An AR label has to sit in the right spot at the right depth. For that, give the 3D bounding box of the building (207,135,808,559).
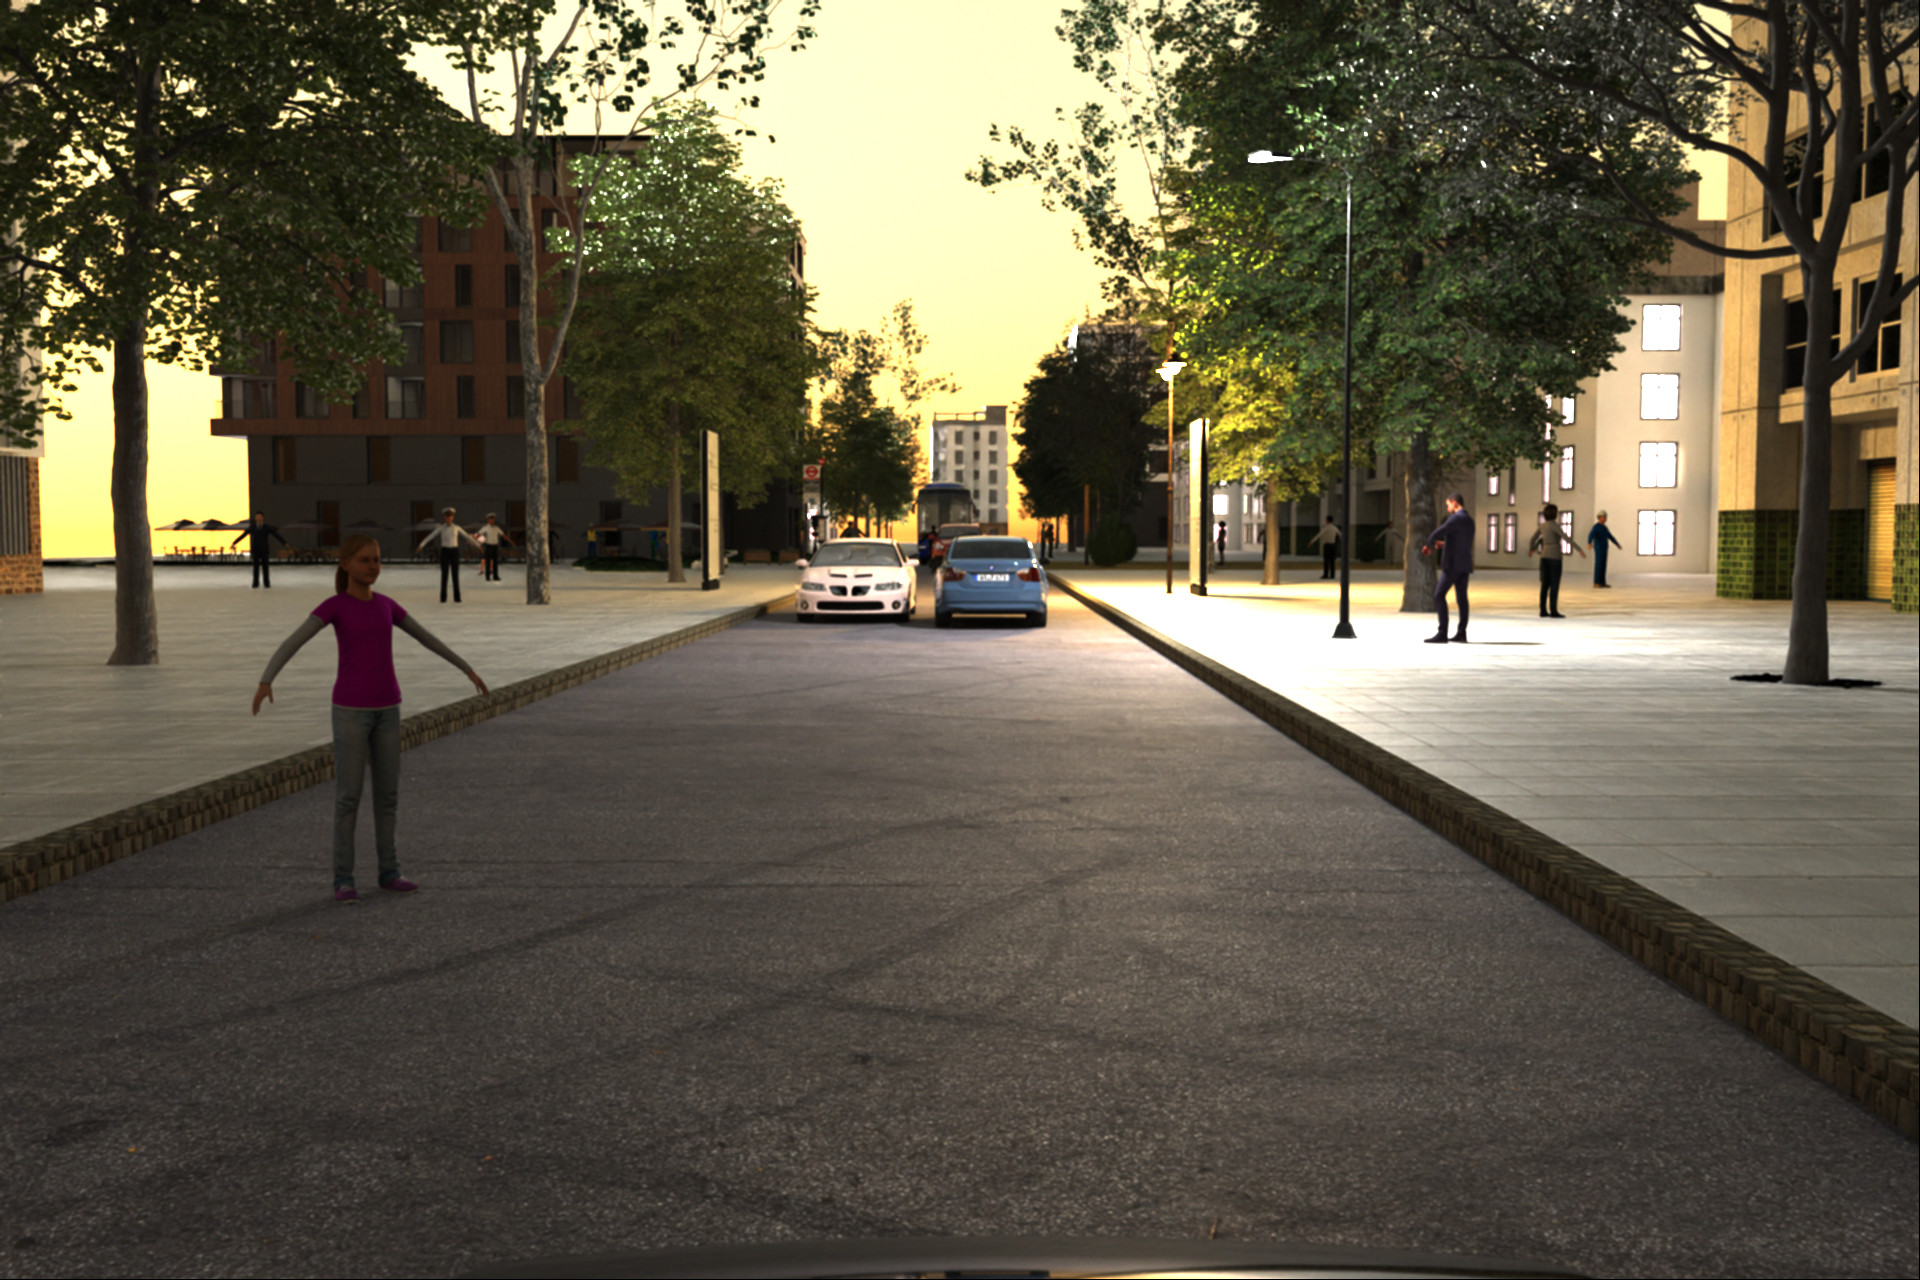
[{"bbox_3d":[-24.727,-15.987,105.357,27.936,21.610,32.646,0,4,0],"label":"building"}]

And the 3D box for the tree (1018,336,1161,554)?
[{"bbox_3d":[8.225,-12.439,110.029,9.857,13.997,8.962,0,3,0],"label":"tree"}]

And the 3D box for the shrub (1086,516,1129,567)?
[{"bbox_3d":[5.753,-3.858,67.494,1.690,2.028,1.600,0,3,0],"label":"shrub"}]

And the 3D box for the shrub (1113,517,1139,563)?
[{"bbox_3d":[7.142,-4.436,76.940,1.690,2.028,1.600,0,3,0],"label":"shrub"}]

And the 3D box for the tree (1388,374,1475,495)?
[{"bbox_3d":[20.028,-7.697,76.205,4.360,8.622,3.978,0,3,0],"label":"tree"}]

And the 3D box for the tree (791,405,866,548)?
[{"bbox_3d":[-7.649,-8.980,97.186,4.737,8.622,4.395,0,3,0],"label":"tree"}]

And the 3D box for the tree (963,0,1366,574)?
[{"bbox_3d":[6.981,-12.250,56.175,12.611,20.169,13.585,0,3,0],"label":"tree"}]

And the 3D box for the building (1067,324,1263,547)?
[{"bbox_3d":[25.317,-20.869,185.183,27.936,21.610,32.646,0,4,0],"label":"building"}]

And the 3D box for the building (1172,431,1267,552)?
[{"bbox_3d":[22.263,-11.671,132.966,9.099,9.664,28.070,0,4,1],"label":"building"}]

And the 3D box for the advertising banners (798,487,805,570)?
[{"bbox_3d":[-5.790,-4.113,63.436,0.090,3.025,2.074,0,4,0],"label":"advertising banners"}]

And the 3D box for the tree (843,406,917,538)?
[{"bbox_3d":[-7.371,-14.384,153.302,7.486,12.596,7.792,0,3,0],"label":"tree"}]

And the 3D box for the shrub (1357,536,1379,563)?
[{"bbox_3d":[18.222,-4.052,77.366,1.383,1.207,1.383,0,3,0],"label":"shrub"}]

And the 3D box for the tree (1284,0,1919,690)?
[{"bbox_3d":[7.419,-6.371,14.529,12.009,13.543,11.850,0,3,0],"label":"tree"}]

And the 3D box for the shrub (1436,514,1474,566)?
[{"bbox_3d":[18.176,-3.681,64.218,1.661,2.075,1.752,0,3,0],"label":"shrub"}]

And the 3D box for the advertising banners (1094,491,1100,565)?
[{"bbox_3d":[5.574,-4.542,70.444,0.090,3.025,2.074,0,4,1],"label":"advertising banners"}]

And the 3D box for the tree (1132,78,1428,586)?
[{"bbox_3d":[7.987,-7.659,43.353,7.486,12.596,7.792,0,3,0],"label":"tree"}]

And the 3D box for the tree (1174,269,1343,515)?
[{"bbox_3d":[12.675,-9.349,70.988,7.486,12.596,7.792,0,3,0],"label":"tree"}]

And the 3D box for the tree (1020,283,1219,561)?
[{"bbox_3d":[7.892,-10.599,83.656,12.009,13.543,11.850,0,3,0],"label":"tree"}]

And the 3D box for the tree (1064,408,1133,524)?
[{"bbox_3d":[8.147,-9.053,98.379,4.737,8.622,4.395,0,3,0],"label":"tree"}]

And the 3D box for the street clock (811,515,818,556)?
[{"bbox_3d":[-5.403,-3.675,64.649,0.358,2.002,0.471,0,4,2],"label":"street clock"}]

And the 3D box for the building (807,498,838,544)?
[{"bbox_3d":[-20.470,-17.510,228.440,9.099,9.664,28.070,0,4,1],"label":"building"}]

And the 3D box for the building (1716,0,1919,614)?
[{"bbox_3d":[23.589,-9.322,18.874,16.747,18.905,31.486,0,4,1],"label":"building"}]

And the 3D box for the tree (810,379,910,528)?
[{"bbox_3d":[-7.537,-12.735,126.344,7.486,12.596,7.792,0,3,0],"label":"tree"}]

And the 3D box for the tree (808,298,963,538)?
[{"bbox_3d":[-6.581,-17.317,139.020,12.611,20.169,13.585,0,3,0],"label":"tree"}]

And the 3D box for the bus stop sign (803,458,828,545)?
[{"bbox_3d":[-5.072,-4.419,60.952,0.855,3.939,0.416,0,4,1],"label":"bus stop sign"}]

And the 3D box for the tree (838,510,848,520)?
[{"bbox_3d":[-19.688,-19.887,259.566,7.601,10.594,8.767,1,4,9],"label":"tree"}]

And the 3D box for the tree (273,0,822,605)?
[{"bbox_3d":[-8.307,-10.625,29.615,12.611,20.169,13.585,0,3,0],"label":"tree"}]

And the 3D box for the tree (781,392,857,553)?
[{"bbox_3d":[-7.739,-8.583,90.691,4.737,8.622,4.395,0,3,0],"label":"tree"}]

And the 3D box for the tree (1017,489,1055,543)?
[{"bbox_3d":[12.014,-19.871,259.307,7.601,10.594,8.767,0,4,6],"label":"tree"}]

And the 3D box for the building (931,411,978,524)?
[{"bbox_3d":[-4.057,-24.440,258.467,11.380,20.090,16.016,0,4,6],"label":"building"}]

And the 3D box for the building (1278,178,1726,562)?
[{"bbox_3d":[28.236,-13.960,94.710,16.747,18.905,31.486,0,4,0],"label":"building"}]

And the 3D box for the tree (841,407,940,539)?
[{"bbox_3d":[-6.992,-15.620,165.758,12.009,13.543,11.850,0,3,0],"label":"tree"}]

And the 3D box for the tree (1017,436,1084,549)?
[{"bbox_3d":[8.620,-13.725,150.158,9.928,11.665,9.643,0,3,0],"label":"tree"}]

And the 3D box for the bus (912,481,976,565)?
[{"bbox_3d":[-0.710,-5.687,84.536,2.896,3.916,12.251,0,4,0],"label":"bus"}]

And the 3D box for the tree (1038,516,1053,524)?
[{"bbox_3d":[13.318,-18.480,252.516,4.360,8.622,3.978,0,3,0],"label":"tree"}]

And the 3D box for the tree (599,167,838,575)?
[{"bbox_3d":[-7.722,-8.333,54.372,7.486,12.596,7.792,0,3,0],"label":"tree"}]

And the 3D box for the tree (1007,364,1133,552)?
[{"bbox_3d":[7.967,-13.305,124.185,9.857,13.997,8.962,0,3,0],"label":"tree"}]

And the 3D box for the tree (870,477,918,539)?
[{"bbox_3d":[-9.673,-20.482,253.014,7.486,12.596,7.792,0,3,0],"label":"tree"}]

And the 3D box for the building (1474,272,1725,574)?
[{"bbox_3d":[25.207,-6.995,56.512,9.099,9.664,28.070,0,4,1],"label":"building"}]

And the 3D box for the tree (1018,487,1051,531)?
[{"bbox_3d":[7.909,-13.248,166.974,4.737,8.622,4.395,0,3,0],"label":"tree"}]

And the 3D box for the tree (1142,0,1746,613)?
[{"bbox_3d":[7.586,-7.426,28.075,9.857,13.997,8.962,0,3,0],"label":"tree"}]

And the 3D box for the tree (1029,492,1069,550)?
[{"bbox_3d":[8.082,-11.535,138.954,4.360,8.622,3.978,0,3,0],"label":"tree"}]
